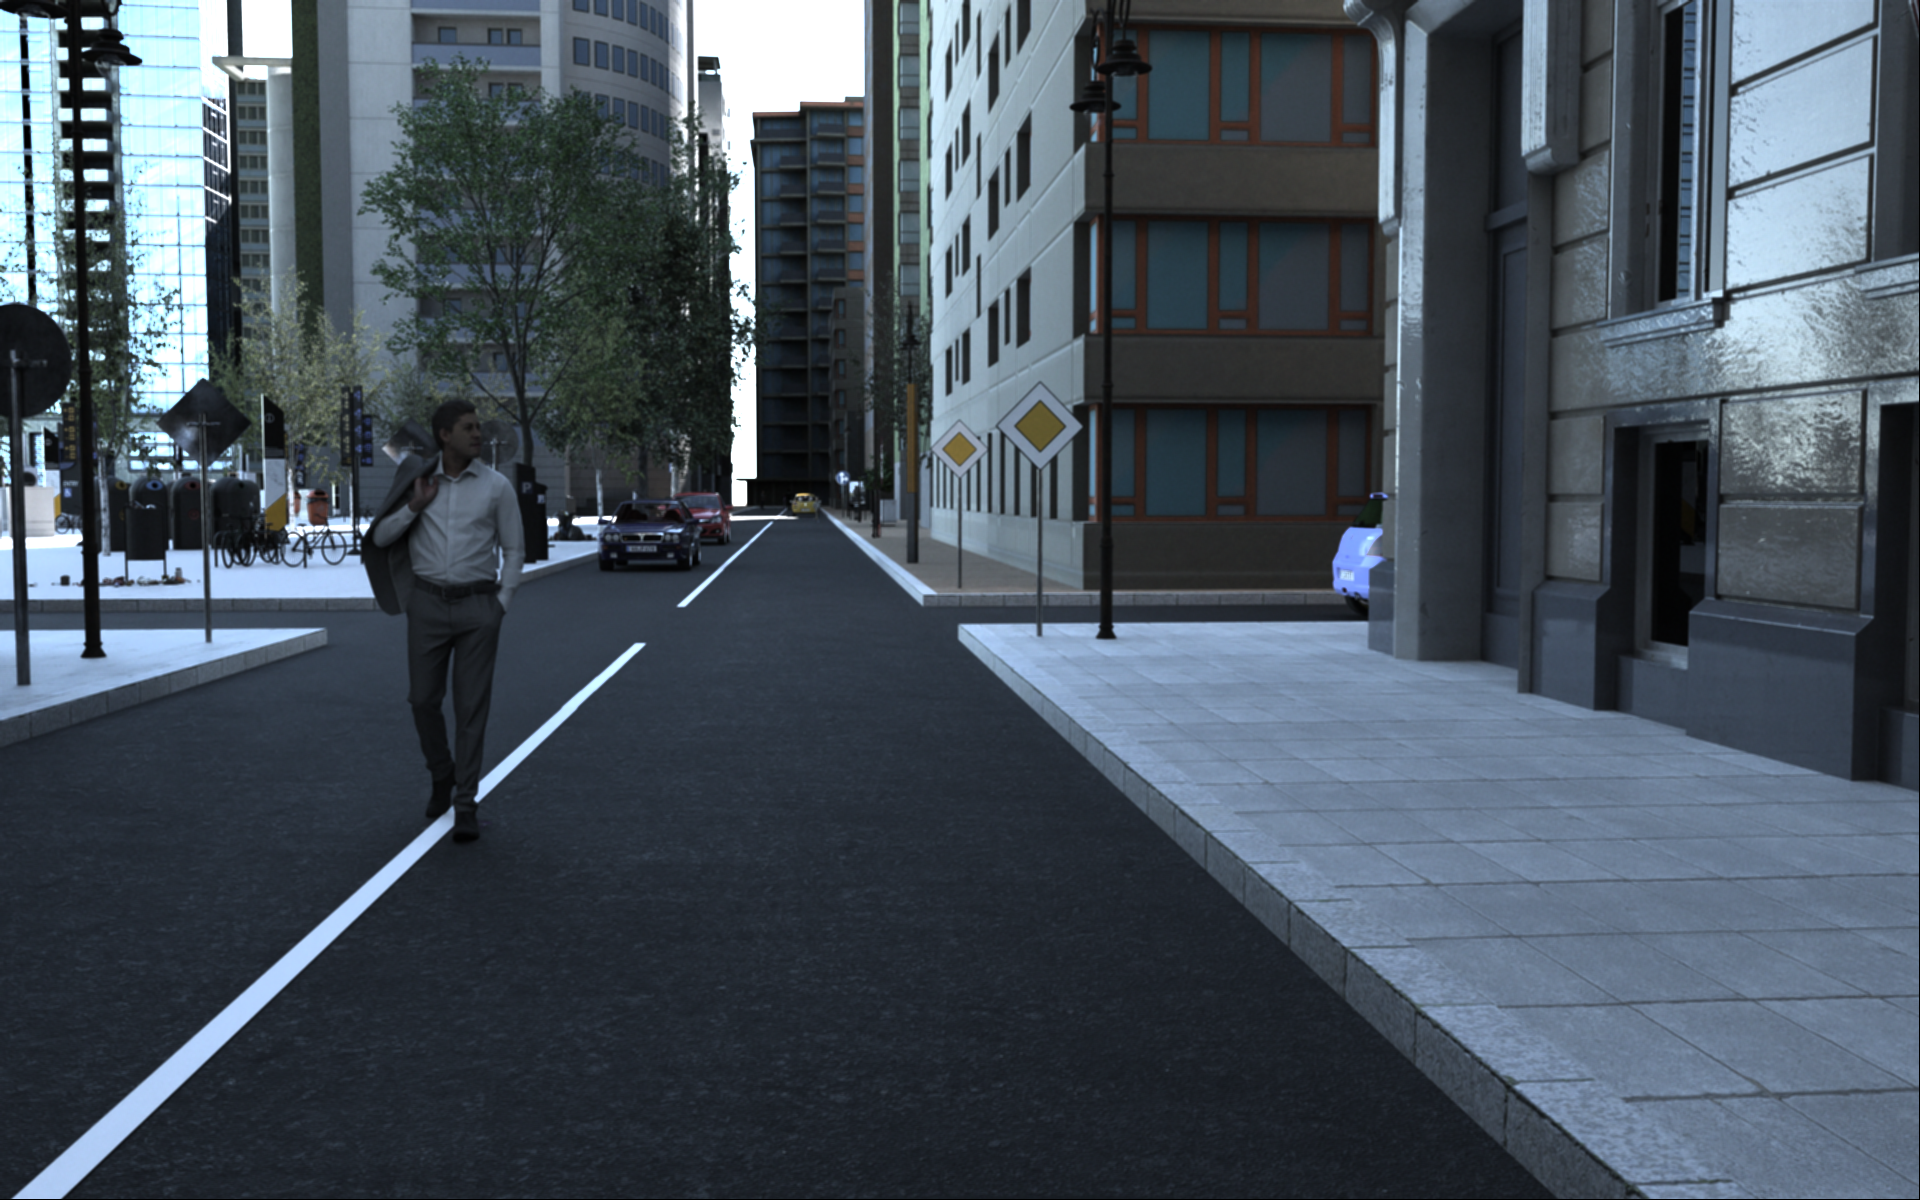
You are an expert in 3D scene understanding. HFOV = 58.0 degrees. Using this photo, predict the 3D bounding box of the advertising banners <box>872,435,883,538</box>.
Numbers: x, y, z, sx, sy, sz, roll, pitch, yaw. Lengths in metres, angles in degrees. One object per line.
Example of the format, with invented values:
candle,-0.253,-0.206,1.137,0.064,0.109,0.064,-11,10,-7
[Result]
advertising banners,-2.423,-3.368,51.259,0.090,3.025,2.074,0,4,6

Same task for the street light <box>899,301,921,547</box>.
street light,-1.205,-4.209,41.601,0.468,5.910,1.993,0,4,-5

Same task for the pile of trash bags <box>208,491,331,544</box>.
pile of trash bags,-17.998,-2.145,44.817,3.447,1.369,1.912,-3,5,-44

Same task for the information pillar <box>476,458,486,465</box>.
information pillar,-23.407,-5.711,84.732,0.504,3.616,0.183,0,4,-4

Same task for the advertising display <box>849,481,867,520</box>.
advertising display,-5.020,-4.881,85.024,0.974,1.923,0.123,2,4,29

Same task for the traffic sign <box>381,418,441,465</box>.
traffic sign,-7.225,-1.177,22.883,0.795,2.450,0.064,0,4,-5

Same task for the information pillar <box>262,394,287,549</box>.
information pillar,-16.116,-3.017,40.678,0.504,3.616,0.183,-3,4,-36

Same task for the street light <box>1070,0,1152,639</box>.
street light,1.299,-2.595,15.215,0.468,5.910,1.993,0,4,-5

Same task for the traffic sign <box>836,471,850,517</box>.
traffic sign,-6.402,-5.794,94.833,0.768,2.556,0.104,0,4,-4

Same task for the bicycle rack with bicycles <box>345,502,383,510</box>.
bicycle rack with bicycles,-26.210,-3.949,77.948,2.852,0.926,2.925,1,4,15

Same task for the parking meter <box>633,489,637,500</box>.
parking meter,-14.667,-4.294,78.616,0.372,1.533,0.369,0,3,0

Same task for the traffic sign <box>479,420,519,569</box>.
traffic sign,-7.935,-1.805,29.625,0.768,2.556,0.104,0,4,-5

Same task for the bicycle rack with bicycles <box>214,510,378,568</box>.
bicycle rack with bicycles,-12.202,-1.077,30.994,2.852,0.926,2.925,1,4,14

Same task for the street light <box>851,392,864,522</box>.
street light,-4.562,-6.465,78.488,0.468,5.910,1.993,0,4,-5

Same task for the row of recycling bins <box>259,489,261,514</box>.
row of recycling bins,-21.759,-2.580,49.304,3.534,1.692,1.069,-1,4,-12

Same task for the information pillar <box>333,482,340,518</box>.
information pillar,-33.899,-5.484,94.158,0.304,2.012,0.304,-3,4,-36

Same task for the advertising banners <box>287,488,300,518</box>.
advertising banners,-34.340,-5.659,88.720,2.074,3.025,0.090,3,4,36

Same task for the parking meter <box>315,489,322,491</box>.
parking meter,-31.416,-4.675,84.849,0.372,1.533,0.369,0,3,0

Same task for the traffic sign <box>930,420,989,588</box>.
traffic sign,-0.009,-1.216,23.516,0.795,2.450,0.064,0,4,-5

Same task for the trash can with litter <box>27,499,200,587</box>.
trash can with litter,-11.965,-0.826,24.555,2.233,1.210,1.678,-1,4,-17

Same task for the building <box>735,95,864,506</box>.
building,-10.327,-32.959,193.496,28.867,44.769,22.147,0,4,-5

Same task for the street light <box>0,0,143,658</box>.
street light,-6.820,-2.487,13.454,0.468,5.910,1.993,0,4,-5

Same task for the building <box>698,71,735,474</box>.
building,-40.343,-34.972,191.408,30.456,49.044,23.786,0,4,-5

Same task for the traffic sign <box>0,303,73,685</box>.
traffic sign,-6.300,-0.702,11.576,0.768,2.556,0.104,0,4,4

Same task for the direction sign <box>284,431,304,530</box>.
direction sign,-23.902,-4.279,61.965,0.876,3.537,0.379,-3,4,-37

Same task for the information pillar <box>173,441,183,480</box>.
information pillar,-29.575,-4.537,65.539,0.183,3.616,0.504,0,4,7

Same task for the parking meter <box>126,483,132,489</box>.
parking meter,-42.027,-5.022,87.820,0.399,1.863,0.255,-1,4,-20

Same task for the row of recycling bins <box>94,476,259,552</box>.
row of recycling bins,-18.156,-1.997,39.761,3.534,1.692,1.069,-3,5,-44

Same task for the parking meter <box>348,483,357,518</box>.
parking meter,-32.743,-5.364,93.412,0.399,1.863,0.255,1,4,17

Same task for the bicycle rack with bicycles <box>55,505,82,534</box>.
bicycle rack with bicycles,-27.061,-2.576,55.504,2.925,0.926,2.852,2,4,26

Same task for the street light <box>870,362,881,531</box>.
street light,-2.935,-5.354,60.328,0.468,5.910,1.993,0,4,-5

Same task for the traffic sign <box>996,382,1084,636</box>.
traffic sign,0.714,-0.729,15.564,0.795,2.450,0.064,0,4,-5

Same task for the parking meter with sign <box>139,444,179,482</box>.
parking meter with sign,-28.333,-3.940,60.680,1.738,3.016,0.543,-1,4,-15

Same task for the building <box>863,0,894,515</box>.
building,1.282,-27.869,105.774,14.600,45.320,14.200,0,4,-5

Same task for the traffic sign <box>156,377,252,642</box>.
traffic sign,-6.502,-0.690,14.931,0.795,2.450,0.064,0,4,-5

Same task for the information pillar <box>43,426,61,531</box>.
information pillar,-31.247,-4.172,59.572,0.504,3.616,0.183,-3,4,-39

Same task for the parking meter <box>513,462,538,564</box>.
parking meter,-8.043,-1.612,32.063,0.399,1.863,0.255,-2,4,-33

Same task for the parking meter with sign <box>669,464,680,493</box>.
parking meter with sign,-15.747,-6.109,96.144,0.543,3.016,1.738,0,4,-2

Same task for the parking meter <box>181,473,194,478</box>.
parking meter,-21.535,-2.607,48.333,0.255,1.863,0.399,-1,4,-9

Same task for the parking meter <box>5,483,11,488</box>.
parking meter,-47.973,-4.989,87.284,0.399,1.863,0.255,0,4,-2

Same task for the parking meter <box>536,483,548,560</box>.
parking meter,-8.202,-1.544,33.658,0.372,1.533,0.369,0,3,0

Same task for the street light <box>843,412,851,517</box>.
street light,-6.304,-7.625,97.451,0.468,5.910,1.993,0,4,-5

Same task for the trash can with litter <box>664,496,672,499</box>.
trash can with litter,-14.449,-4.485,84.717,0.624,1.170,1.055,2,4,30

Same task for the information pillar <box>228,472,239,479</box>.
information pillar,-24.707,-3.331,58.953,0.304,2.012,0.304,-1,4,-15

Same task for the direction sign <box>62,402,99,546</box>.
direction sign,-21.742,-3.111,42.865,0.876,3.537,0.379,0,4,4

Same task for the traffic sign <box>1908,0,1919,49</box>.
traffic sign,1.957,-0.175,2.975,0.768,2.556,0.104,0,4,0

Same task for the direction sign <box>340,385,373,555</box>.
direction sign,-12.754,-2.717,36.414,0.876,3.537,0.379,3,5,44

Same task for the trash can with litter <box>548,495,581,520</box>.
trash can with litter,-19.958,-4.647,87.041,2.233,1.210,1.678,-3,4,-38

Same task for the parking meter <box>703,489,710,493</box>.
parking meter,-13.755,-5.244,94.155,0.372,1.533,0.369,0,3,0
